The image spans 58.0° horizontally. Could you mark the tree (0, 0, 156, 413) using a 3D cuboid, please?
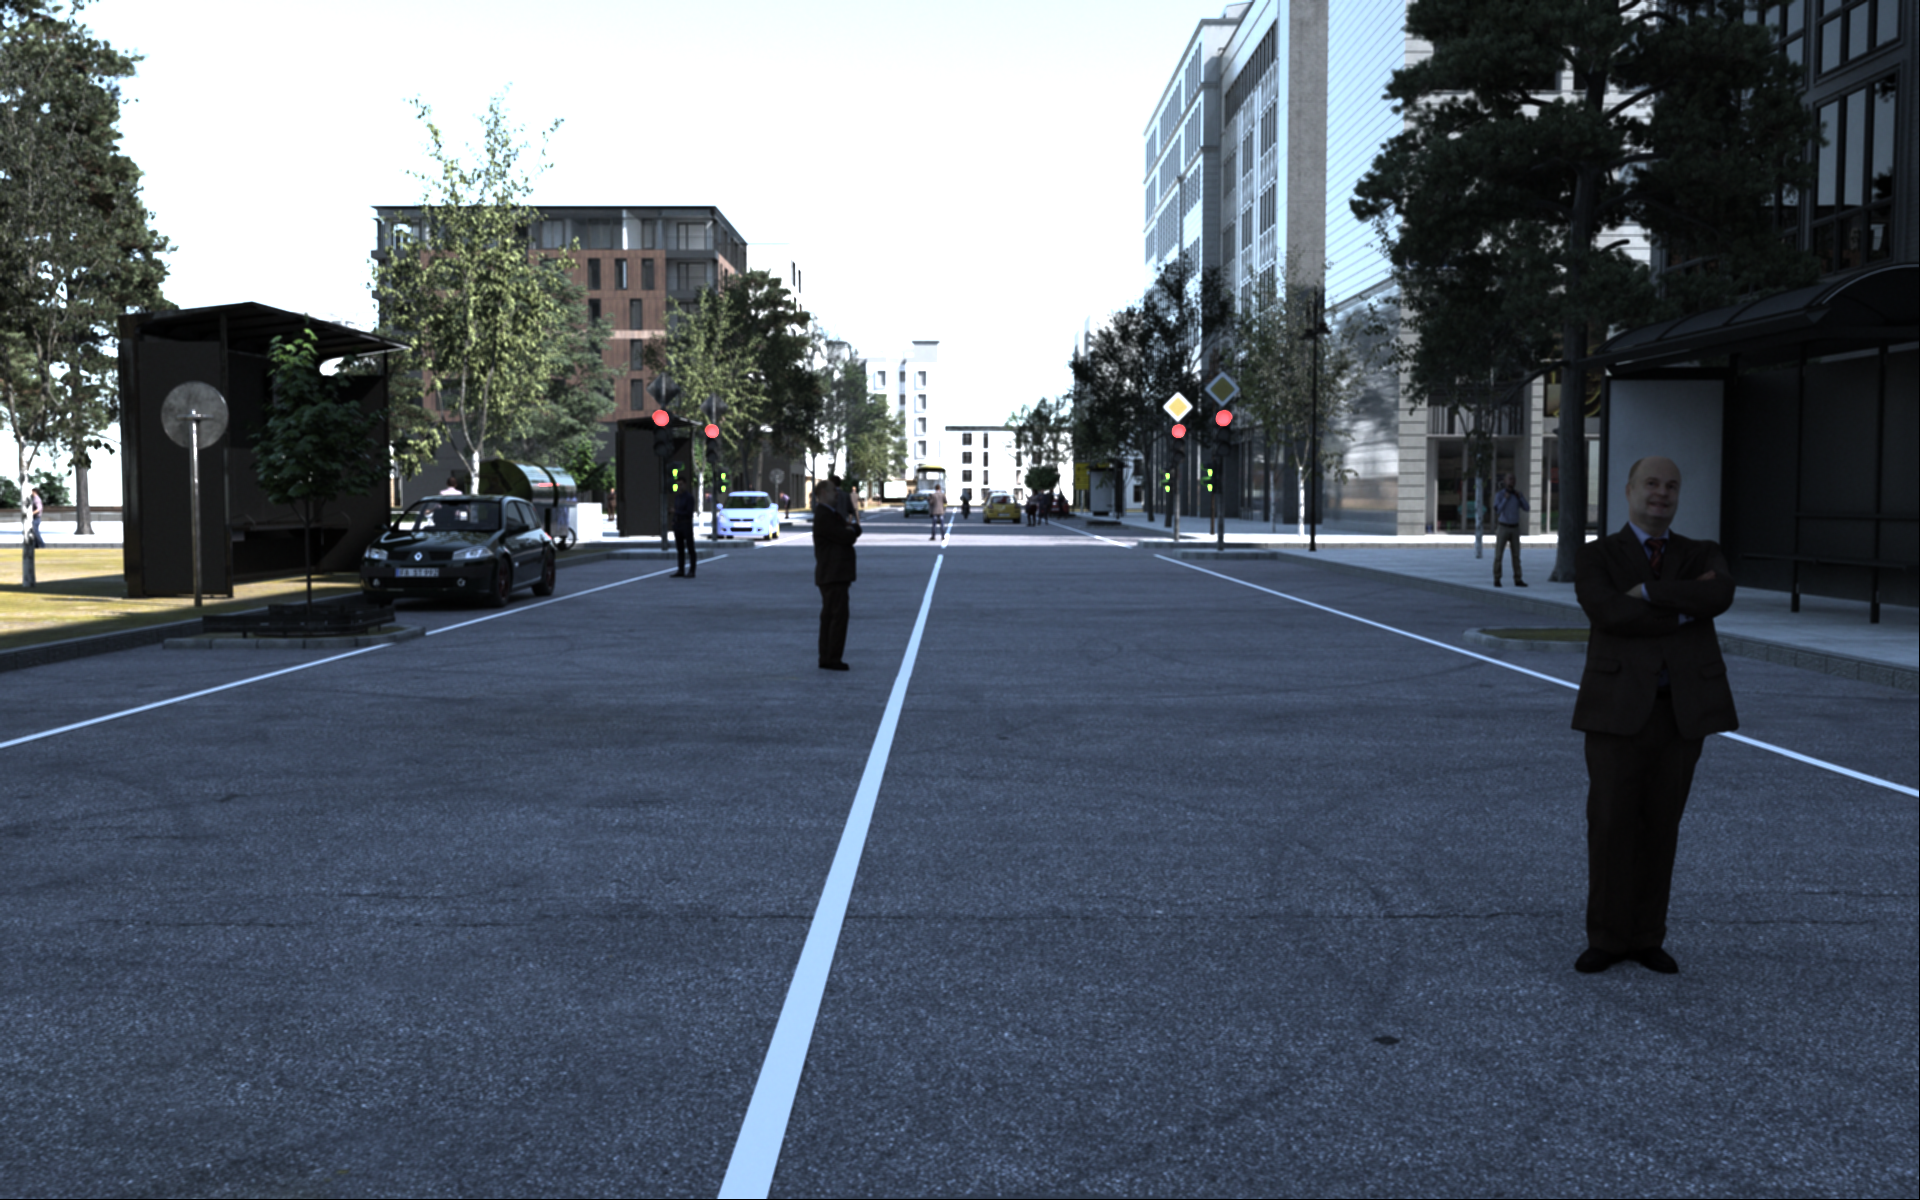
[{"bbox_3d":[-18.947,-7.590,31.517,7.806,13.903,7.818,0,3,0],"label":"tree"}]

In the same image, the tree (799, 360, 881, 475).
[{"bbox_3d":[-9.596,-12.615,132.006,9.928,11.665,9.643,0,3,0],"label":"tree"}]

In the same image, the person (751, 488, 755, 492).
[{"bbox_3d":[-9.372,-4.264,77.975,0.499,1.552,0.429,-1,4,-16],"label":"person"}]

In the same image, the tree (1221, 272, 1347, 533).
[{"bbox_3d":[10.428,-6.524,57.023,4.737,8.622,4.395,0,3,0],"label":"tree"}]

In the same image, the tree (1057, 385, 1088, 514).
[{"bbox_3d":[8.170,-9.993,113.746,4.360,8.622,3.978,0,3,0],"label":"tree"}]

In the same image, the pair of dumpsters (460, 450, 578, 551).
[{"bbox_3d":[-9.360,-2.102,36.863,1.574,2.255,4.436,0,4,0],"label":"pair of dumpsters"}]

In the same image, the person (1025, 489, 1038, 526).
[{"bbox_3d":[3.171,-4.109,77.146,0.566,1.644,0.517,1,4,16],"label":"person"}]

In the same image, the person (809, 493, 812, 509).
[{"bbox_3d":[-13.019,-8.960,152.981,0.683,1.767,0.568,-3,5,-42],"label":"person"}]

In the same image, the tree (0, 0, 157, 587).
[{"bbox_3d":[-12.877,-4.469,23.430,4.360,8.622,3.978,0,3,0],"label":"tree"}]

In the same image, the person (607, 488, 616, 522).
[{"bbox_3d":[-16.261,-4.440,80.909,0.482,1.546,0.388,1,4,12],"label":"person"}]

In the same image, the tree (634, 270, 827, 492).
[{"bbox_3d":[-9.009,-8.437,72.358,7.601,10.594,8.767,3,5,40],"label":"tree"}]

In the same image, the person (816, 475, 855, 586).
[{"bbox_3d":[-1.950,-1.071,26.824,0.655,1.722,0.431,-3,5,-42],"label":"person"}]

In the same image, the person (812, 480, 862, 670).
[{"bbox_3d":[-1.009,-0.212,14.238,0.388,1.546,0.482,0,4,7],"label":"person"}]

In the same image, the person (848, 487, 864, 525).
[{"bbox_3d":[-4.963,-4.370,80.503,0.990,1.755,0.434,0,4,-6],"label":"person"}]

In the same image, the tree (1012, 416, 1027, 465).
[{"bbox_3d":[8.707,-13.128,149.062,8.767,10.594,7.601,0,4,2],"label":"tree"}]

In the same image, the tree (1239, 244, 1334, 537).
[{"bbox_3d":[10.092,-6.139,50.730,4.360,8.622,3.978,0,3,0],"label":"tree"}]

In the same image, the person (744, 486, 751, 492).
[{"bbox_3d":[-9.610,-4.478,79.792,0.750,1.759,0.617,-1,4,-12],"label":"person"}]

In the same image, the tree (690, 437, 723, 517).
[{"bbox_3d":[-14.608,-6.878,96.172,4.285,4.588,4.351,0,3,0],"label":"tree"}]

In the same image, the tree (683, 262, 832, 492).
[{"bbox_3d":[-9.596,-9.784,82.030,6.751,12.117,7.091,0,3,0],"label":"tree"}]

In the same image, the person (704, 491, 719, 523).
[{"bbox_3d":[-10.956,-4.104,76.372,0.697,1.427,0.421,-3,5,-44],"label":"person"}]

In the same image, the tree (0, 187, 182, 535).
[{"bbox_3d":[-27.415,-8.052,53.702,6.751,12.117,7.091,0,3,0],"label":"tree"}]

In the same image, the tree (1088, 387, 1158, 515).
[{"bbox_3d":[9.946,-9.412,104.248,4.360,8.622,3.978,0,3,0],"label":"tree"}]

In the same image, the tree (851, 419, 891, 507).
[{"bbox_3d":[-8.854,-13.176,165.790,4.737,8.622,4.395,0,3,0],"label":"tree"}]

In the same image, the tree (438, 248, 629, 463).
[{"bbox_3d":[-22.551,-11.252,90.620,9.857,13.997,8.962,0,3,0],"label":"tree"}]

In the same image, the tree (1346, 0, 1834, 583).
[{"bbox_3d":[8.951,-6.300,25.064,6.751,12.117,7.091,0,3,0],"label":"tree"}]

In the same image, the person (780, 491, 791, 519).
[{"bbox_3d":[-9.004,-4.885,89.144,0.421,1.427,0.697,3,5,42],"label":"person"}]

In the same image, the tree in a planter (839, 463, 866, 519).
[{"bbox_3d":[-6.390,-6.220,98.921,1.991,3.239,1.994,0,3,0],"label":"tree in a planter"}]

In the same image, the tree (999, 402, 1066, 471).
[{"bbox_3d":[8.081,-16.129,189.469,9.928,11.665,9.643,0,3,0],"label":"tree"}]

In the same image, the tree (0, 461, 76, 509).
[{"bbox_3d":[-63.554,-12.562,107.204,13.155,14.587,18.604,-1,4,-8],"label":"tree"}]

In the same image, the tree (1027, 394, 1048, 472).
[{"bbox_3d":[8.661,-8.960,80.914,7.601,10.594,8.767,2,4,30],"label":"tree"}]

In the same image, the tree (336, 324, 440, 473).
[{"bbox_3d":[-37.103,-11.581,111.399,6.751,12.117,7.091,0,3,0],"label":"tree"}]

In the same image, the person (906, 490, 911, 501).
[{"bbox_3d":[-3.385,-6.543,116.181,0.576,1.737,0.504,1,4,17],"label":"person"}]

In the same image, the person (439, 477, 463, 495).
[{"bbox_3d":[-9.252,-1.438,31.521,0.963,1.587,0.435,-3,4,-38],"label":"person"}]

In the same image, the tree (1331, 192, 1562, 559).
[{"bbox_3d":[10.089,-5.129,34.222,4.360,8.622,3.978,0,3,0],"label":"tree"}]

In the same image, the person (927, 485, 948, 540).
[{"bbox_3d":[-0.695,-2.713,53.683,0.655,1.722,0.431,0,4,-6],"label":"person"}]

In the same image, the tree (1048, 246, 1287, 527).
[{"bbox_3d":[8.008,-8.059,66.172,8.767,10.594,7.601,0,4,1],"label":"tree"}]

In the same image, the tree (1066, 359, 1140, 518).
[{"bbox_3d":[8.085,-8.761,93.603,4.737,8.622,4.395,0,3,0],"label":"tree"}]

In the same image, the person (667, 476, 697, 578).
[{"bbox_3d":[-4.805,-1.256,29.741,0.576,1.737,0.504,2,4,35],"label":"person"}]

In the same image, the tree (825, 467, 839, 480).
[{"bbox_3d":[-9.304,-7.963,124.799,1.663,3.219,1.824,0,3,0],"label":"tree"}]

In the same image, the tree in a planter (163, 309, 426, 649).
[{"bbox_3d":[-6.386,-1.204,16.901,1.991,3.239,1.994,0,3,0],"label":"tree in a planter"}]

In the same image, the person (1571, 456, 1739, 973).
[{"bbox_3d":[2.094,0.340,5.213,0.482,1.546,0.388,1,4,12],"label":"person"}]

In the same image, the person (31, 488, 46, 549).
[{"bbox_3d":[-22.304,-1.913,41.741,0.435,1.587,0.963,-3,5,-39],"label":"person"}]

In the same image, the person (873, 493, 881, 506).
[{"bbox_3d":[-8.573,-10.412,179.469,0.628,1.438,0.799,3,4,39],"label":"person"}]

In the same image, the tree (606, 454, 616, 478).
[{"bbox_3d":[-21.848,-8.042,115.204,4.285,4.588,4.351,0,3,0],"label":"tree"}]

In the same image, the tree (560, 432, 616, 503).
[{"bbox_3d":[-11.625,-3.620,53.780,1.663,3.219,1.824,0,3,0],"label":"tree"}]

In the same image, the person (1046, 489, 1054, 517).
[{"bbox_3d":[5.251,-5.672,101.928,0.565,1.739,0.600,-1,4,-8],"label":"person"}]

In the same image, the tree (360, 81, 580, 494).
[{"bbox_3d":[-8.883,-4.958,31.420,4.737,8.622,4.395,0,3,0],"label":"tree"}]

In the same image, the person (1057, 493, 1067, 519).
[{"bbox_3d":[5.749,-5.309,97.838,0.613,1.512,0.480,-2,4,-35],"label":"person"}]

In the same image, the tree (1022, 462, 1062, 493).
[{"bbox_3d":[8.122,-12.093,181.434,4.285,4.588,4.351,0,3,0],"label":"tree"}]

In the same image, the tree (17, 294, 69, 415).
[{"bbox_3d":[-37.331,-9.308,62.548,12.009,13.543,11.850,0,3,0],"label":"tree"}]

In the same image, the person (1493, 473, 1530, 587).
[{"bbox_3d":[7.622,-0.971,23.975,0.516,1.574,0.319,0,4,-3],"label":"person"}]

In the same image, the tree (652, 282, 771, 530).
[{"bbox_3d":[-9.039,-6.779,61.201,4.737,8.622,4.395,0,3,0],"label":"tree"}]

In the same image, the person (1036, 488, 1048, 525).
[{"bbox_3d":[3.823,-4.341,80.402,0.541,1.710,0.530,2,4,24],"label":"person"}]

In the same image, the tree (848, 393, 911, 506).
[{"bbox_3d":[-9.079,-16.851,193.639,7.486,12.596,7.792,0,3,0],"label":"tree"}]

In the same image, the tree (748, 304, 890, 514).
[{"bbox_3d":[-9.686,-12.399,113.087,12.009,13.543,11.850,0,3,0],"label":"tree"}]
